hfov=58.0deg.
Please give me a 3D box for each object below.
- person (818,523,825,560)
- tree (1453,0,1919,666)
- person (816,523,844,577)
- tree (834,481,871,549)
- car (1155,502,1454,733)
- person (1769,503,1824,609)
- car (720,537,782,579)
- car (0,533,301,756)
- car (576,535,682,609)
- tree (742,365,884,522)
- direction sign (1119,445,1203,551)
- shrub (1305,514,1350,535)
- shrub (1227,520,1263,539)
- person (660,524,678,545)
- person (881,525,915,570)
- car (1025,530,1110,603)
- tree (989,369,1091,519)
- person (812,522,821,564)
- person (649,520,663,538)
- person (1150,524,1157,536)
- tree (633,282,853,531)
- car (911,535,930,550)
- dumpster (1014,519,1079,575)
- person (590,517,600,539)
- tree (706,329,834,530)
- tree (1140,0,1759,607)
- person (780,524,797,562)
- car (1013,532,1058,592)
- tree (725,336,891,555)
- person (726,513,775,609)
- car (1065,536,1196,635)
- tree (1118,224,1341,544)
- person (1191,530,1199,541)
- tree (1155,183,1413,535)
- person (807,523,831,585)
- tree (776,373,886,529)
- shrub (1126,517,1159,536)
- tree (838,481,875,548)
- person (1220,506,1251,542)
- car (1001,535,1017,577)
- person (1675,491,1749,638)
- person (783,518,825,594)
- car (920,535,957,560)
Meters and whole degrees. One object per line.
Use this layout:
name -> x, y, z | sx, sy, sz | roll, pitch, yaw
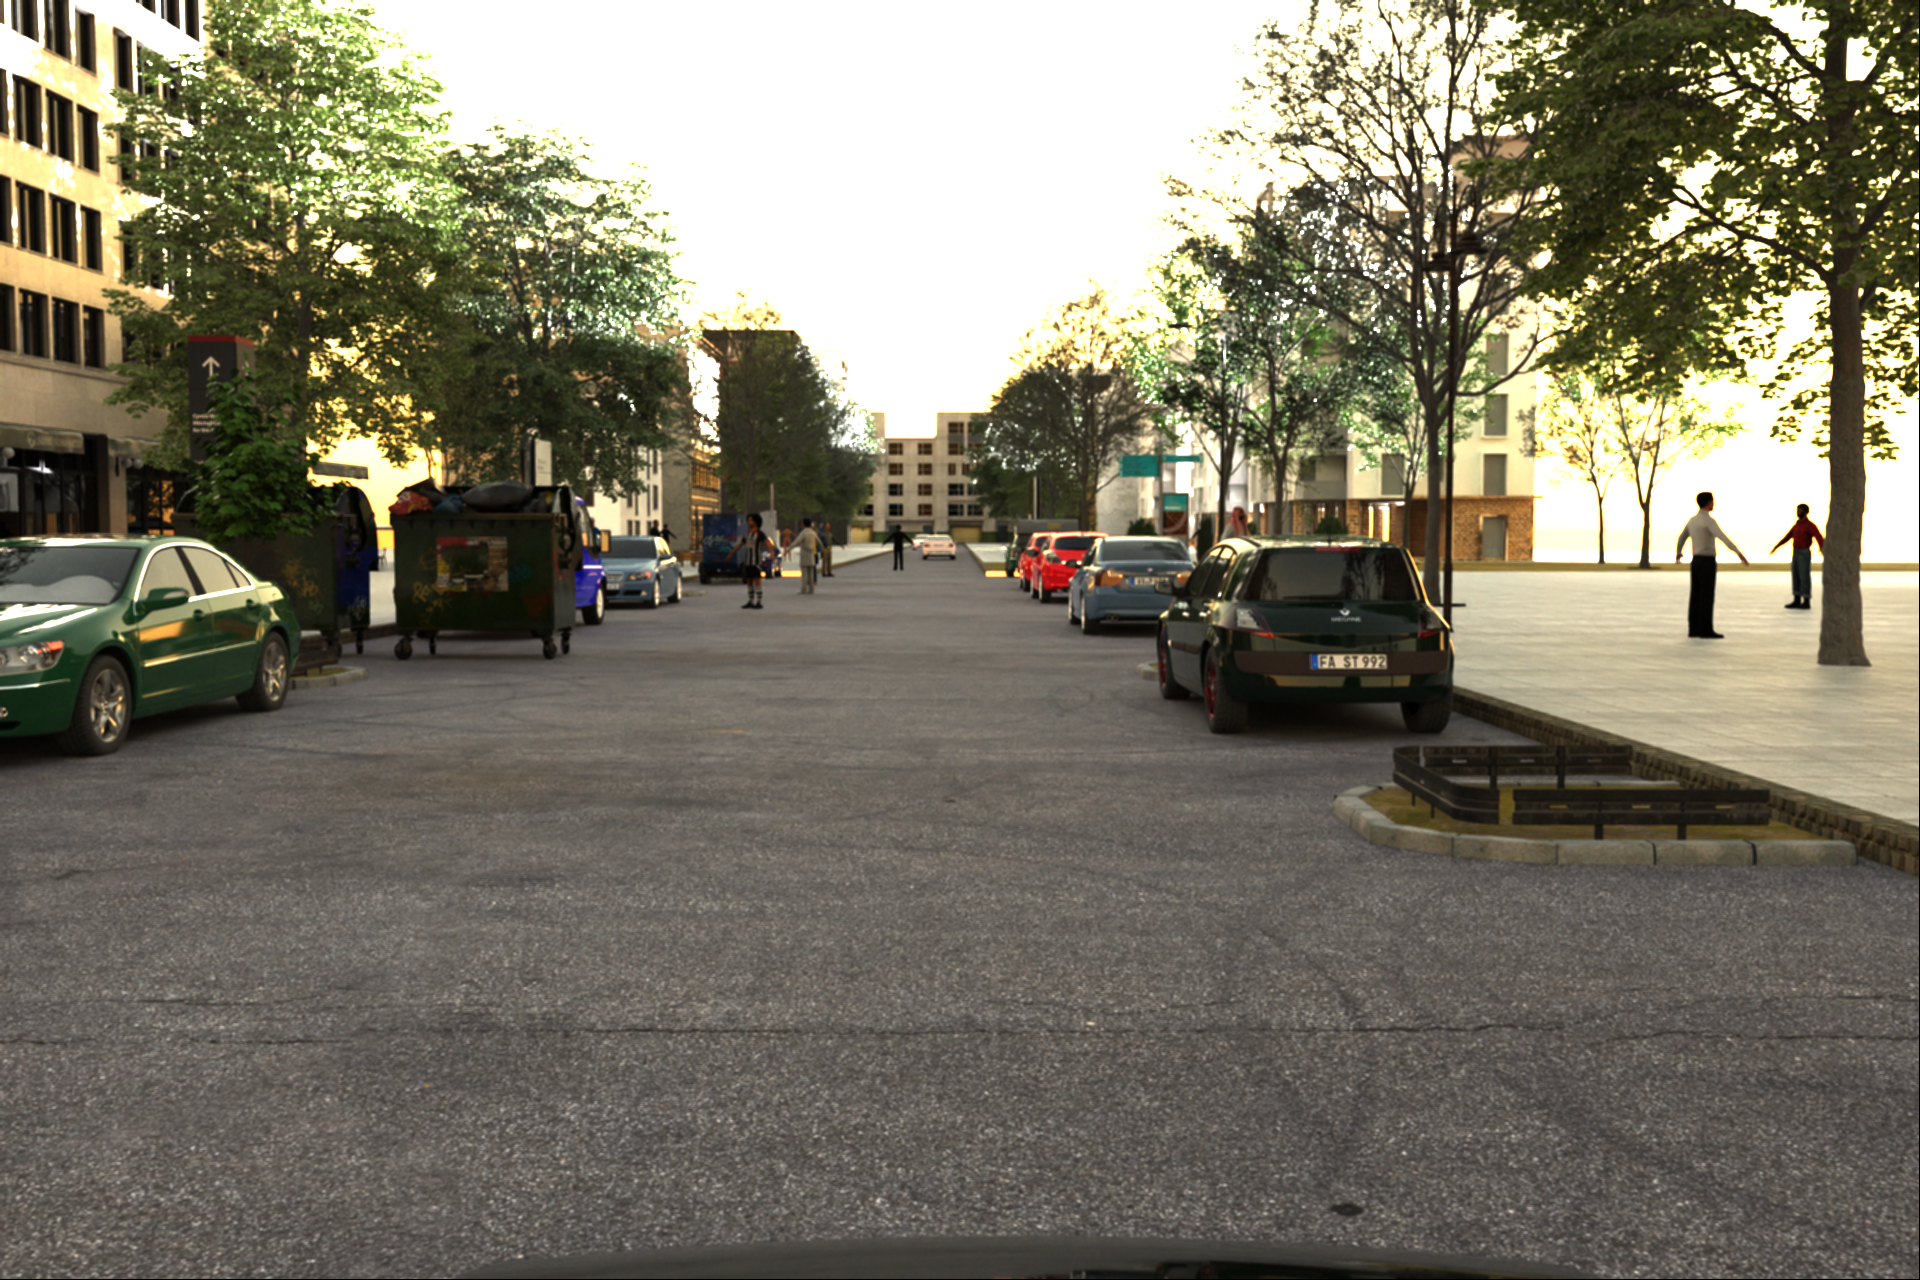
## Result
person -> -6.928, -4.928, 86.703 | 0.704, 1.817, 1.347 | -2, 4, -29
tree -> 8.310, -6.015, 16.466 | 7.486, 12.596, 7.792 | 0, 3, 0
person -> -4.462, -3.031, 58.287 | 1.348, 1.796, 0.705 | -3, 5, -44
tree -> -9.654, -12.397, 153.058 | 4.737, 8.622, 4.395 | 0, 3, 0
car -> 2.625, -0.249, 13.853 | 2.009, 1.686, 4.222 | 0, 4, -1
person -> 14.395, -1.442, 29.679 | 0.704, 1.816, 1.345 | -1, 4, -11
car -> -6.857, -2.715, 56.971 | 1.945, 1.354, 3.894 | 0, 4, 0
car -> -6.437, -0.053, 12.668 | 2.131, 1.459, 4.920 | 0, 4, -1
car -> -6.697, -1.395, 34.809 | 2.014, 1.417, 4.499 | 0, 4, 0
tree -> -10.459, -12.910, 121.452 | 12.009, 13.543, 11.850 | 0, 3, 0
direction sign -> 6.058, -3.849, 51.689 | 2.525, 3.948, 1.411 | 0, 3, 0
shrub -> 13.359, -3.590, 62.743 | 1.661, 2.075, 1.752 | 0, 3, 0
shrub -> 11.605, -4.063, 70.852 | 1.690, 2.028, 1.600 | 0, 3, 0
person -> -16.188, -5.468, 95.329 | 1.347, 1.837, 0.705 | 1, 4, 11
person -> -2.446, -3.675, 68.730 | 1.347, 1.806, 0.705 | -1, 4, -13
car -> 2.507, -1.734, 37.383 | 2.155, 1.783, 4.494 | 0, 4, -1
tree -> 5.324, -12.301, 119.256 | 7.486, 12.596, 7.792 | 0, 3, 0
person -> -6.223, -4.145, 73.903 | 0.705, 1.813, 1.348 | 2, 4, 29
person -> -11.156, -3.514, 63.677 | 0.704, 1.802, 1.346 | 1, 4, 13
person -> 9.509, -4.962, 87.094 | 1.349, 1.833, 0.705 | -3, 5, -41
tree -> -10.320, -10.614, 83.901 | 12.009, 13.543, 11.850 | 0, 3, 0
car -> -3.372, -8.888, 157.678 | 2.083, 1.381, 4.827 | 0, 4, 0
dumpster -> 2.533, -2.573, 50.292 | 1.865, 1.857, 1.264 | 0, 4, -1
person -> -12.150, -3.142, 57.248 | 1.347, 1.842, 0.705 | -3, 4, -37
tree -> -10.763, -10.906, 96.446 | 7.486, 12.596, 7.792 | 0, 3, 0
tree -> 8.388, -7.336, 30.321 | 12.009, 13.543, 11.850 | 0, 3, 0
person -> -8.070, -4.527, 80.815 | 1.217, 1.733, 0.721 | -1, 4, -11
car -> 2.463, -2.171, 44.537 | 2.155, 1.783, 4.494 | 0, 4, 0
tree -> -9.868, -12.118, 108.505 | 12.009, 13.543, 11.850 | 0, 3, 0
person -> -3.984, -1.511, 33.299 | 1.345, 1.843, 0.704 | 3, 5, 42
car -> 2.608, -0.856, 25.994 | 2.014, 1.417, 4.499 | 0, 4, 0
tree -> 8.760, -8.015, 56.799 | 9.928, 11.665, 9.643 | 0, 3, 0
person -> 13.281, -5.447, 95.195 | 1.346, 1.812, 0.704 | -1, 4, -20
tree -> 8.641, -6.782, 45.306 | 7.601, 10.594, 8.767 | -2, 4, -30
person -> -4.200, -2.418, 48.459 | 1.216, 1.772, 0.721 | 0, 4, 4
tree -> -10.338, -13.832, 132.815 | 9.857, 13.997, 8.962 | 0, 3, 0
shrub -> 7.338, -4.006, 69.925 | 1.690, 2.028, 1.600 | 0, 3, 0
tree -> -10.101, -12.749, 158.807 | 4.737, 8.622, 4.395 | 0, 3, 0
person -> 5.302, -1.638, 32.926 | 1.347, 1.811, 0.704 | -3, 5, -44
car -> 2.480, -2.895, 59.126 | 2.131, 1.459, 4.920 | 0, 4, 0
person -> 9.223, -0.934, 21.421 | 0.704, 1.810, 1.344 | -1, 4, -12
person -> -3.682, -2.006, 41.449 | 0.705, 1.806, 1.347 | 3, 5, 40
car -> -1.197, -5.223, 97.757 | 2.083, 1.381, 4.827 | 0, 4, -1
